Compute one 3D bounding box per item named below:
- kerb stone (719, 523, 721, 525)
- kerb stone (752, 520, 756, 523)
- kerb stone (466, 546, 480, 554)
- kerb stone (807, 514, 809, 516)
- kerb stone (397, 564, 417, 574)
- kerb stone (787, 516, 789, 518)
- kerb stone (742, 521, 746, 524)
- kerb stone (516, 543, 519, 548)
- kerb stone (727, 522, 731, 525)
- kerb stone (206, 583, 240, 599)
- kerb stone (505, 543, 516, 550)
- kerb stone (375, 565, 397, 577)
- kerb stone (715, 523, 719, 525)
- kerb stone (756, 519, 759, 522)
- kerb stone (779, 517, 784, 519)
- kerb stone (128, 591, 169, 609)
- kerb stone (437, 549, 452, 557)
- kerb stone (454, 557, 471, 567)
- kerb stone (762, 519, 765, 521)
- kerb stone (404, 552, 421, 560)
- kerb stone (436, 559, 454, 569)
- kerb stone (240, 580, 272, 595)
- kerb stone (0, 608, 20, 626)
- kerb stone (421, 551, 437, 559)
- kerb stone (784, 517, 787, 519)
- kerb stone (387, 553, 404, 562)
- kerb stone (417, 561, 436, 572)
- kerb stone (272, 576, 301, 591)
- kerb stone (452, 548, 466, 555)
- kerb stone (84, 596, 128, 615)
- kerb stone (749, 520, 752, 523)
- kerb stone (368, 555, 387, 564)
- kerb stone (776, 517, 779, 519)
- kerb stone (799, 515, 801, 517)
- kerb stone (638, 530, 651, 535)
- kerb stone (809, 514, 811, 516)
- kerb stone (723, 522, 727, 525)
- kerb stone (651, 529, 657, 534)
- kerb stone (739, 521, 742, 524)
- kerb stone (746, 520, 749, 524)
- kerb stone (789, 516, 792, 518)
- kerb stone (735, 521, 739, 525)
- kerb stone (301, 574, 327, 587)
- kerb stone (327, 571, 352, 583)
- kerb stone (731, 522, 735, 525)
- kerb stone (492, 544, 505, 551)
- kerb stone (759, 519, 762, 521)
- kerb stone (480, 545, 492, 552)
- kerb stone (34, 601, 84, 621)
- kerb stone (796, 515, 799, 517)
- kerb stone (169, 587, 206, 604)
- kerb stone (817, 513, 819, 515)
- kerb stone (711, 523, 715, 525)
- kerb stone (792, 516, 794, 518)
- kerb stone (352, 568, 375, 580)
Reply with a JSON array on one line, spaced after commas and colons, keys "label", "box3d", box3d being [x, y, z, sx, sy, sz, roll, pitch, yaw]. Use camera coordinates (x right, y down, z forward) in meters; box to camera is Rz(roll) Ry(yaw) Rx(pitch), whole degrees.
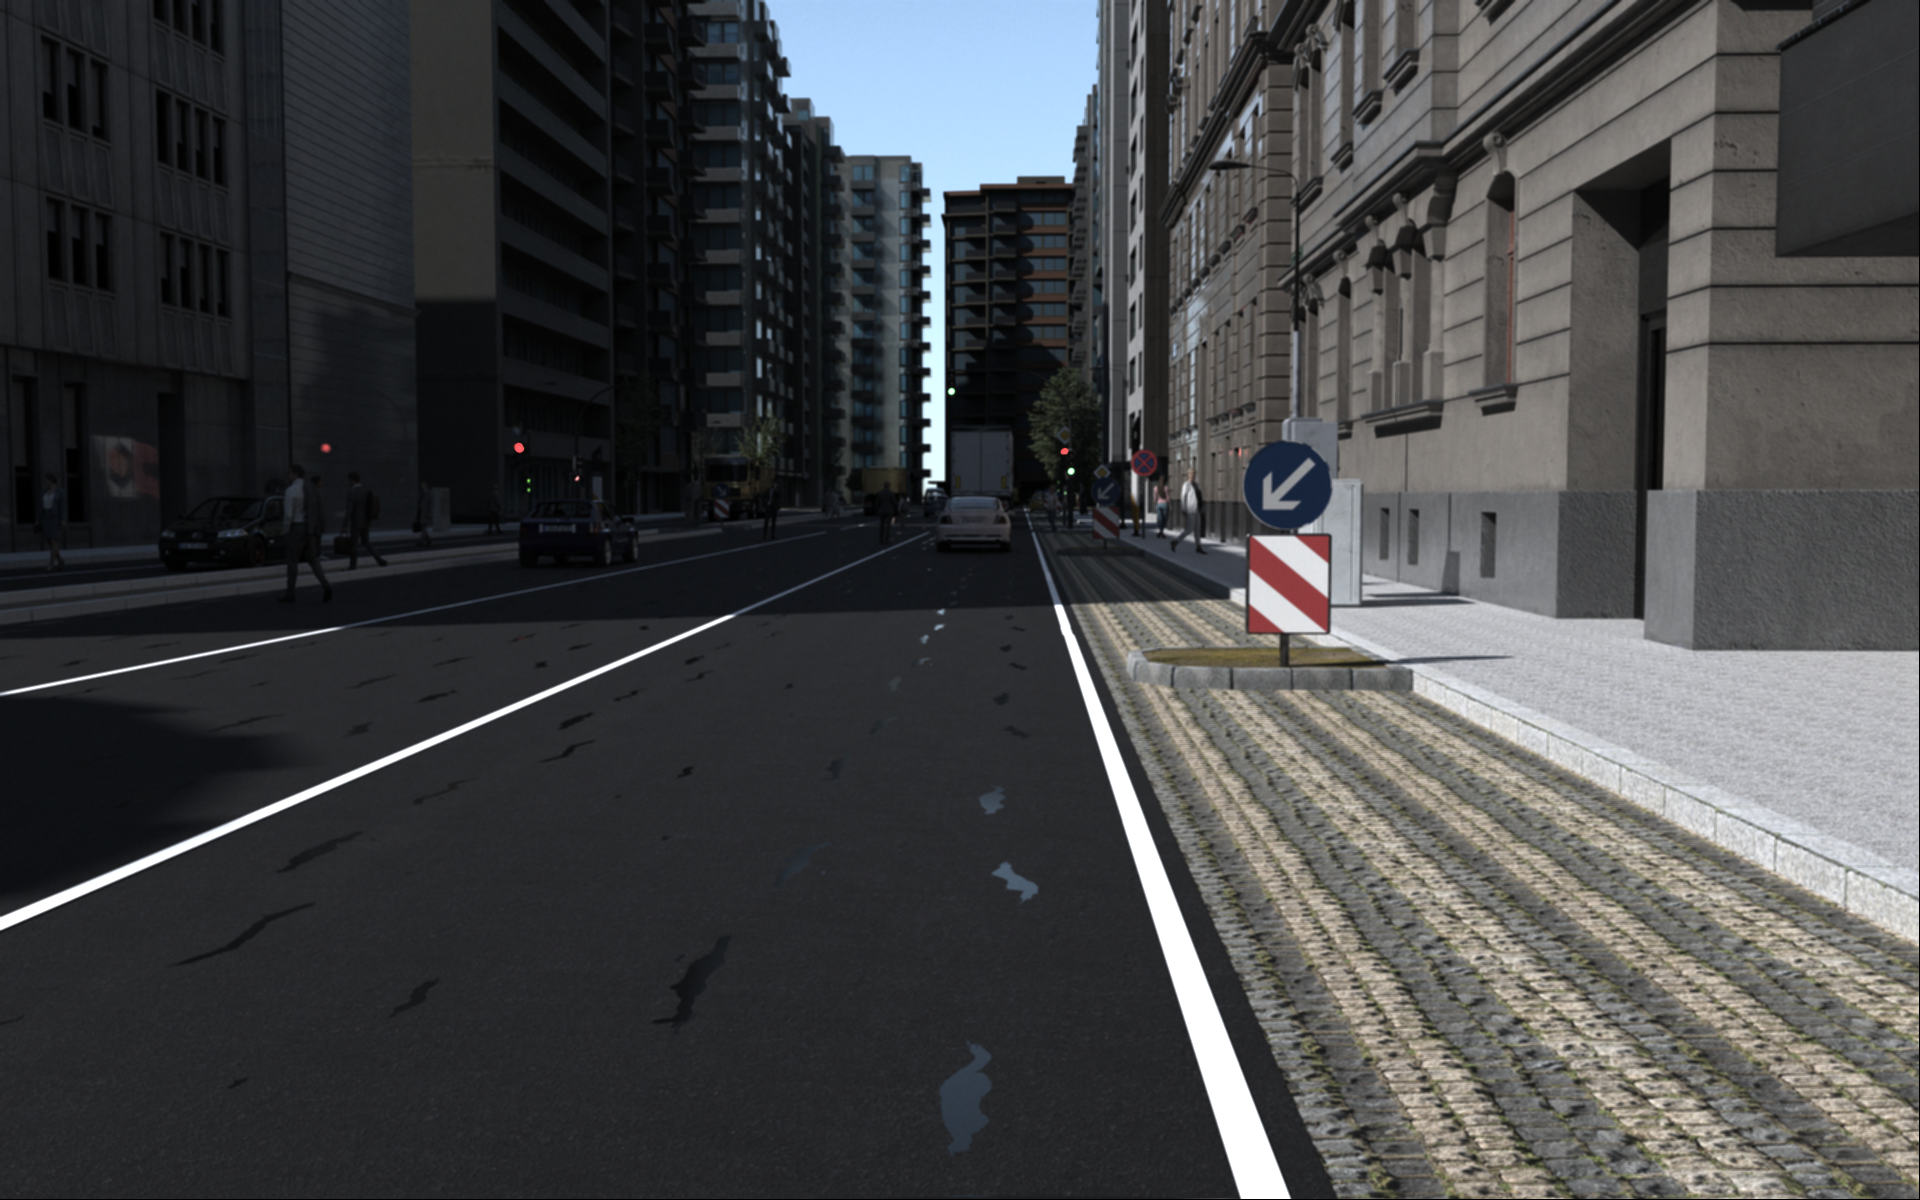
[{"label": "kerb stone", "box3d": [-10.627, -3.285, 75.912, 0.120, 0.150, 1.000, 0, 4, 2]}, {"label": "kerb stone", "box3d": [-10.308, -3.851, 85.151, 0.120, 0.150, 1.000, 0, 4, 2]}, {"label": "kerb stone", "box3d": [-11.808, -1.184, 41.561, 0.120, 0.150, 1.000, 0, 4, 2]}, {"label": "kerb stone", "box3d": [-9.561, -5.168, 106.689, 0.120, 0.150, 1.000, 0, 4, 2]}, {"label": "kerb stone", "box3d": [-10.069, -0.552, 31.223, 0.120, 0.150, 1.000, 0, 4, 2]}, {"label": "kerb stone", "box3d": [-9.883, -4.604, 97.464, 0.120, 0.150, 1.000, 0, 4, 2]}, {"label": "kerb stone", "box3d": [-10.413, -3.662, 82.077, 0.120, 0.150, 1.000, 0, 4, 2]}, {"label": "kerb stone", "box3d": [-11.672, -1.431, 45.652, 0.120, 0.150, 1.000, 0, 4, 2]}, {"label": "kerb stone", "box3d": [-10.559, -3.405, 77.963, 0.120, 0.150, 1.000, 0, 4, 2]}, {"label": "kerb stone", "box3d": [-10.321, -0.113, 24.050, 0.120, 0.150, 1.000, 0, 4, 2]}, {"label": "kerb stone", "box3d": [-11.714, -1.372, 44.630, 0.120, 0.150, 1.000, 0, 4, 2]}, {"label": "kerb stone", "box3d": [-10.103, -0.490, 30.201, 0.120, 0.150, 1.000, 0, 4, 2]}, {"label": "kerb stone", "box3d": [-10.671, -3.223, 74.888, 0.120, 0.150, 1.000, 0, 4, 2]}, {"label": "kerb stone", "box3d": [-10.276, -3.913, 86.173, 0.120, 0.150, 1.000, 0, 4, 2]}, {"label": "kerb stone", "box3d": [-9.951, -4.478, 95.418, 0.120, 0.150, 1.000, 0, 4, 2]}, {"label": "kerb stone", "box3d": [-10.389, 0.012, 22.002, 0.120, 0.150, 1.000, 0, 4, 2]}, {"label": "kerb stone", "box3d": [-11.882, -1.054, 39.519, 0.120, 0.150, 1.000, 0, 4, 2]}, {"label": "kerb stone", "box3d": [-9.965, -0.741, 34.304, 0.120, 0.150, 1.000, 0, 4, 2]}, {"label": "kerb stone", "box3d": [-10.196, -4.034, 88.224, 0.120, 0.150, 1.000, 0, 4, 2]}, {"label": "kerb stone", "box3d": [-11.952, -0.935, 37.476, 0.120, 0.150, 1.000, 0, 4, 2]}, {"label": "kerb stone", "box3d": [-9.997, -0.677, 33.279, 0.120, 0.150, 1.000, 0, 4, 2]}, {"label": "kerb stone", "box3d": [-10.273, -0.176, 25.076, 0.120, 0.150, 1.000, 0, 4, 2]}, {"label": "kerb stone", "box3d": [-10.499, 0.200, 18.931, 0.120, 0.150, 1.000, 0, 4, 2]}, {"label": "kerb stone", "box3d": [-11.913, -0.994, 38.498, 0.120, 0.150, 1.000, 0, 4, 2]}, {"label": "kerb stone", "box3d": [-9.913, -4.538, 96.442, 0.120, 0.150, 1.000, 0, 4, 2]}, {"label": "kerb stone", "box3d": [-11.987, -0.864, 36.455, 0.120, 0.150, 1.000, 0, 4, 2]}, {"label": "kerb stone", "box3d": [-10.036, -0.606, 32.247, 0.120, 0.150, 1.000, 0, 4, 2]}, {"label": "kerb stone", "box3d": [-10.241, -0.239, 26.097, 0.120, 0.150, 1.000, 0, 4, 2]}, {"label": "kerb stone", "box3d": [-11.851, -1.122, 40.540, 0.120, 0.150, 1.000, 0, 4, 2]}, {"label": "kerb stone", "box3d": [-10.423, 0.075, 20.975, 0.120, 0.150, 1.000, 0, 4, 2]}, {"label": "kerb stone", "box3d": [-10.343, -3.787, 84.129, 0.120, 0.150, 1.000, 0, 4, 2]}, {"label": "kerb stone", "box3d": [-12.019, -0.806, 35.434, 0.120, 0.150, 1.000, 0, 4, 2]}, {"label": "kerb stone", "box3d": [-10.018, -4.351, 93.363, 0.120, 0.150, 1.000, 0, 4, 2]}, {"label": "kerb stone", "box3d": [-9.703, -4.916, 102.574, 0.120, 0.150, 1.000, 0, 4, 2]}, {"label": "kerb stone", "box3d": [-11.150, -2.374, 61.012, 0.120, 0.150, 1.000, 0, 4, 2]}, {"label": "kerb stone", "box3d": [-9.533, -5.230, 107.711, 0.120, 0.150, 1.000, 0, 4, 2]}, {"label": "kerb stone", "box3d": [-10.590, -3.347, 76.939, 0.120, 0.150, 1.000, 0, 4, 2]}, {"label": "kerb stone", "box3d": [-11.110, -2.437, 62.034, 0.120, 0.150, 1.000, 0, 4, 2]}, {"label": "kerb stone", "box3d": [-10.452, -3.599, 81.039, 0.120, 0.150, 1.000, 0, 4, 2]}, {"label": "kerb stone", "box3d": [-10.380, -3.725, 83.103, 0.120, 0.150, 1.000, 0, 4, 2]}, {"label": "kerb stone", "box3d": [-9.848, -4.666, 98.486, 0.120, 0.150, 1.000, 0, 4, 2]}, {"label": "kerb stone", "box3d": [-10.486, -3.531, 80.011, 0.120, 0.150, 1.000, 0, 4, 2]}, {"label": "kerb stone", "box3d": [-10.209, -0.301, 27.119, 0.120, 0.150, 1.000, 0, 4, 2]}, {"label": "kerb stone", "box3d": [-10.172, -0.355, 28.144, 0.120, 0.150, 1.000, 0, 4, 2]}, {"label": "kerb stone", "box3d": [-10.522, -3.473, 78.985, 0.120, 0.150, 1.000, 0, 4, 2]}, {"label": "kerb stone", "box3d": [-11.732, -1.309, 43.604, 0.120, 0.150, 1.000, 0, 4, 2]}, {"label": "kerb stone", "box3d": [-10.233, -3.976, 87.202, 0.120, 0.150, 1.000, 0, 4, 2]}, {"label": "kerb stone", "box3d": [-11.779, -1.247, 42.583, 0.120, 0.150, 1.000, 0, 4, 2]}, {"label": "kerb stone", "box3d": [-10.451, 0.137, 19.952, 0.120, 0.150, 1.000, 0, 4, 2]}, {"label": "kerb stone", "box3d": [-9.739, -4.851, 101.552, 0.120, 0.150, 1.000, 0, 4, 2]}, {"label": "kerb stone", "box3d": [-10.352, -0.051, 23.029, 0.120, 0.150, 1.000, 0, 4, 2]}, {"label": "kerb stone", "box3d": [-9.389, -5.482, 111.823, 0.120, 0.150, 1.000, 0, 4, 2]}, {"label": "kerb stone", "box3d": [-10.700, -3.160, 73.862, 0.120, 0.150, 1.000, 0, 4, 2]}, {"label": "kerb stone", "box3d": [-9.812, -4.729, 99.508, 0.120, 0.150, 1.000, 0, 4, 2]}, {"label": "kerb stone", "box3d": [-10.137, -0.427, 29.174, 0.120, 0.150, 1.000, 0, 4, 2]}]
